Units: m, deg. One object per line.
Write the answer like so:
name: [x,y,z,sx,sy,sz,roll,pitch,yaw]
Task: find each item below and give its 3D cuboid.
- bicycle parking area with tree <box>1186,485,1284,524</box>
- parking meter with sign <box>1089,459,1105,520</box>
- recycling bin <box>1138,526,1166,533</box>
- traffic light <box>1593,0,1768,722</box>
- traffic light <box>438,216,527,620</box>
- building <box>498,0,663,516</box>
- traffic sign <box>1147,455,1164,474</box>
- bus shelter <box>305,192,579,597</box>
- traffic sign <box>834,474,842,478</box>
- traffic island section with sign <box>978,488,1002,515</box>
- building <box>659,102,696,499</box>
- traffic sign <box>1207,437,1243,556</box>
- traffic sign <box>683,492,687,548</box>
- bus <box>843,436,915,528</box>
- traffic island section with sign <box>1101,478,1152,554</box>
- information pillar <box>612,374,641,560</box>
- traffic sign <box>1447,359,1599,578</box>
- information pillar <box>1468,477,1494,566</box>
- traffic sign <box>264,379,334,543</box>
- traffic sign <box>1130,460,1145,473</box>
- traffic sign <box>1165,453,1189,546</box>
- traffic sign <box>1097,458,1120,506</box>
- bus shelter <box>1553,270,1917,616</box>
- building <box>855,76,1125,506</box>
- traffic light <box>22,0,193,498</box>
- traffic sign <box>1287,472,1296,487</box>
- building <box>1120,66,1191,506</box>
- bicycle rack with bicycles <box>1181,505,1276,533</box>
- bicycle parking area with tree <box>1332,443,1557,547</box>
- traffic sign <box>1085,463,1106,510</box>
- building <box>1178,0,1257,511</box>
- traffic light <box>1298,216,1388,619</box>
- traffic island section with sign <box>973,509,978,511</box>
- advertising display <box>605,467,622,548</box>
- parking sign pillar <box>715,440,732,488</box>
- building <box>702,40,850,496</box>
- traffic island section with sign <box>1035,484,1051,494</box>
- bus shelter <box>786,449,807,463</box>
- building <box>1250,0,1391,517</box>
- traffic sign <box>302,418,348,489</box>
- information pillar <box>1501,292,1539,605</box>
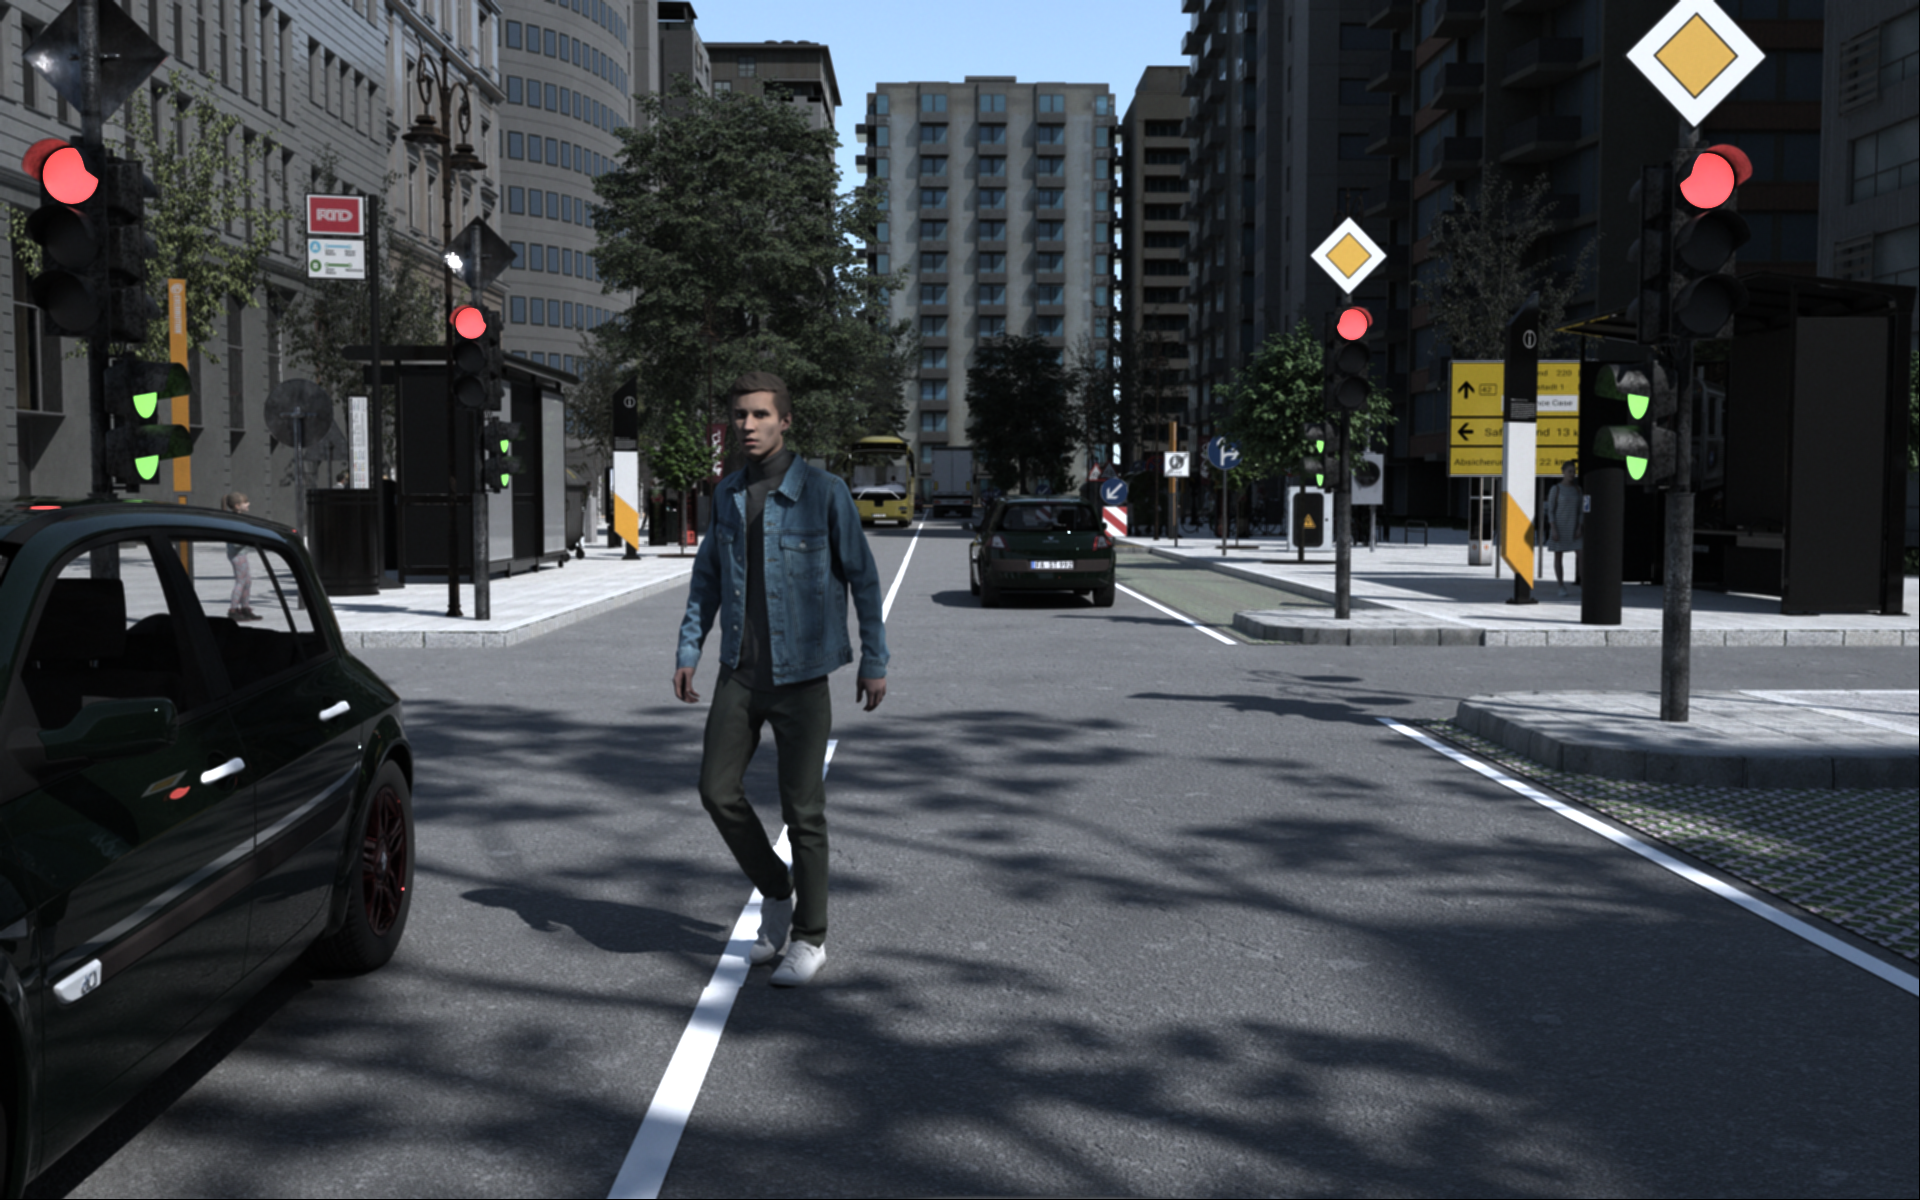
bicycle parking area with tree: [14.787,-5.562,77.940,8.231,4.147,9.016,-2,4,-28]
parking meter with sign: [6.772,-5.401,84.566,0.543,3.016,1.738,-1,4,-17]
recycling bin: [6.437,-2.777,57.956,0.722,1.027,0.722,3,4,36]
traffic light: [4.028,-1.271,9.697,0.839,4.253,0.868,0,4,-1]
traffic light: [-4.850,-1.750,17.536,0.839,4.253,0.868,0,4,-1]
building: [-31.121,-34.473,105.634,21.231,58.520,28.212,0,4,-1]
traffic sign: [6.414,-3.443,56.392,0.768,2.556,0.104,1,4,8]
bus shelter: [-7.671,-2.951,25.883,2.179,5.291,8.768,0,4,-1]
traffic sign: [-6.170,-5.150,86.331,0.606,2.300,0.079,0,4,3]
traffic island section with sign: [2.440,-6.850,120.629,1.989,1.847,2.006,0,4,-1]
building: [-27.594,-21.787,127.912,14.160,30.474,14.107,0,4,-1]
traffic sign: [5.483,-2.187,35.867,0.768,2.556,0.104,0,3,0]
traffic sign: [-6.587,-2.528,41.442,0.768,2.556,0.104,0,4,5]
bus: [-3.388,-5.225,76.970,2.896,3.916,12.252,0,4,0]
traffic island section with sign: [3.593,-2.065,42.391,1.989,1.847,2.006,0,4,-1]
information pillar: [-6.493,-2.589,33.679,0.504,3.616,0.183,-2,4,-26]
traffic sign: [8.519,-1.983,26.291,2.265,3.308,0.079,0,4,1]
information pillar: [9.304,-1.616,30.918,0.304,2.012,0.304,-2,4,-27]
traffic sign: [-7.298,-1.164,19.129,0.768,2.556,0.104,0,4,0]
traffic sign: [6.771,-3.978,65.151,0.768,2.556,0.104,0,4,8]
traffic sign: [5.282,-2.456,42.282,0.606,2.300,0.079,1,4,8]
traffic sign: [5.443,-3.869,63.254,0.884,2.594,0.081,0,4,0]
bus shelter: [9.206,-1.836,21.305,1.731,3.624,6.357,0,4,-1]
building: [3.361,-35.578,201.302,30.456,49.044,23.786,0,4,-1]
traffic light: [-4.732,-1.262,9.552,0.839,4.253,0.868,0,4,-1]
traffic sign: [9.878,-3.151,51.617,0.768,2.556,0.104,0,4,0]
building: [29.566,-35.265,200.290,21.600,48.544,21.300,0,4,-1]
bicycle rack with bicycles: [9.148,-2.697,57.474,2.925,0.926,2.852,2,4,33]
bicycle parking area with tree: [13.132,-3.584,45.605,8.231,4.147,9.016,1,4,12]
traffic sign: [5.574,-4.343,71.013,0.884,2.594,0.081,0,4,3]
building: [29.910,-31.800,139.534,23.786,49.044,30.456,0,4,-1]
traffic light: [3.910,-1.759,17.681,0.839,4.253,0.868,0,4,-1]
traffic island section with sign: [2.023,-8.566,148.685,1.989,1.847,2.006,0,4,-1]
advertising display: [-8.226,-2.202,41.219,0.123,1.923,0.974,0,4,7]
parking sign pillar: [-9.755,-5.207,73.608,1.447,3.967,1.447,0,4,-4]
building: [-26.077,-37.557,203.288,27.495,52.752,28.713,0,4,-1]
traffic island section with sign: [3.192,-3.738,69.742,1.989,1.847,2.006,0,4,-1]
bus shelter: [-7.654,-5.836,73.054,2.179,5.291,8.768,0,4,-1]
building: [29.503,-34.710,109.511,21.231,58.520,28.212,0,4,-1]
traffic sign: [-10.052,-1.690,27.639,0.884,2.594,0.081,0,4,1]
information pillar: [6.485,-1.755,20.046,0.504,3.616,0.183,-2,4,-31]
